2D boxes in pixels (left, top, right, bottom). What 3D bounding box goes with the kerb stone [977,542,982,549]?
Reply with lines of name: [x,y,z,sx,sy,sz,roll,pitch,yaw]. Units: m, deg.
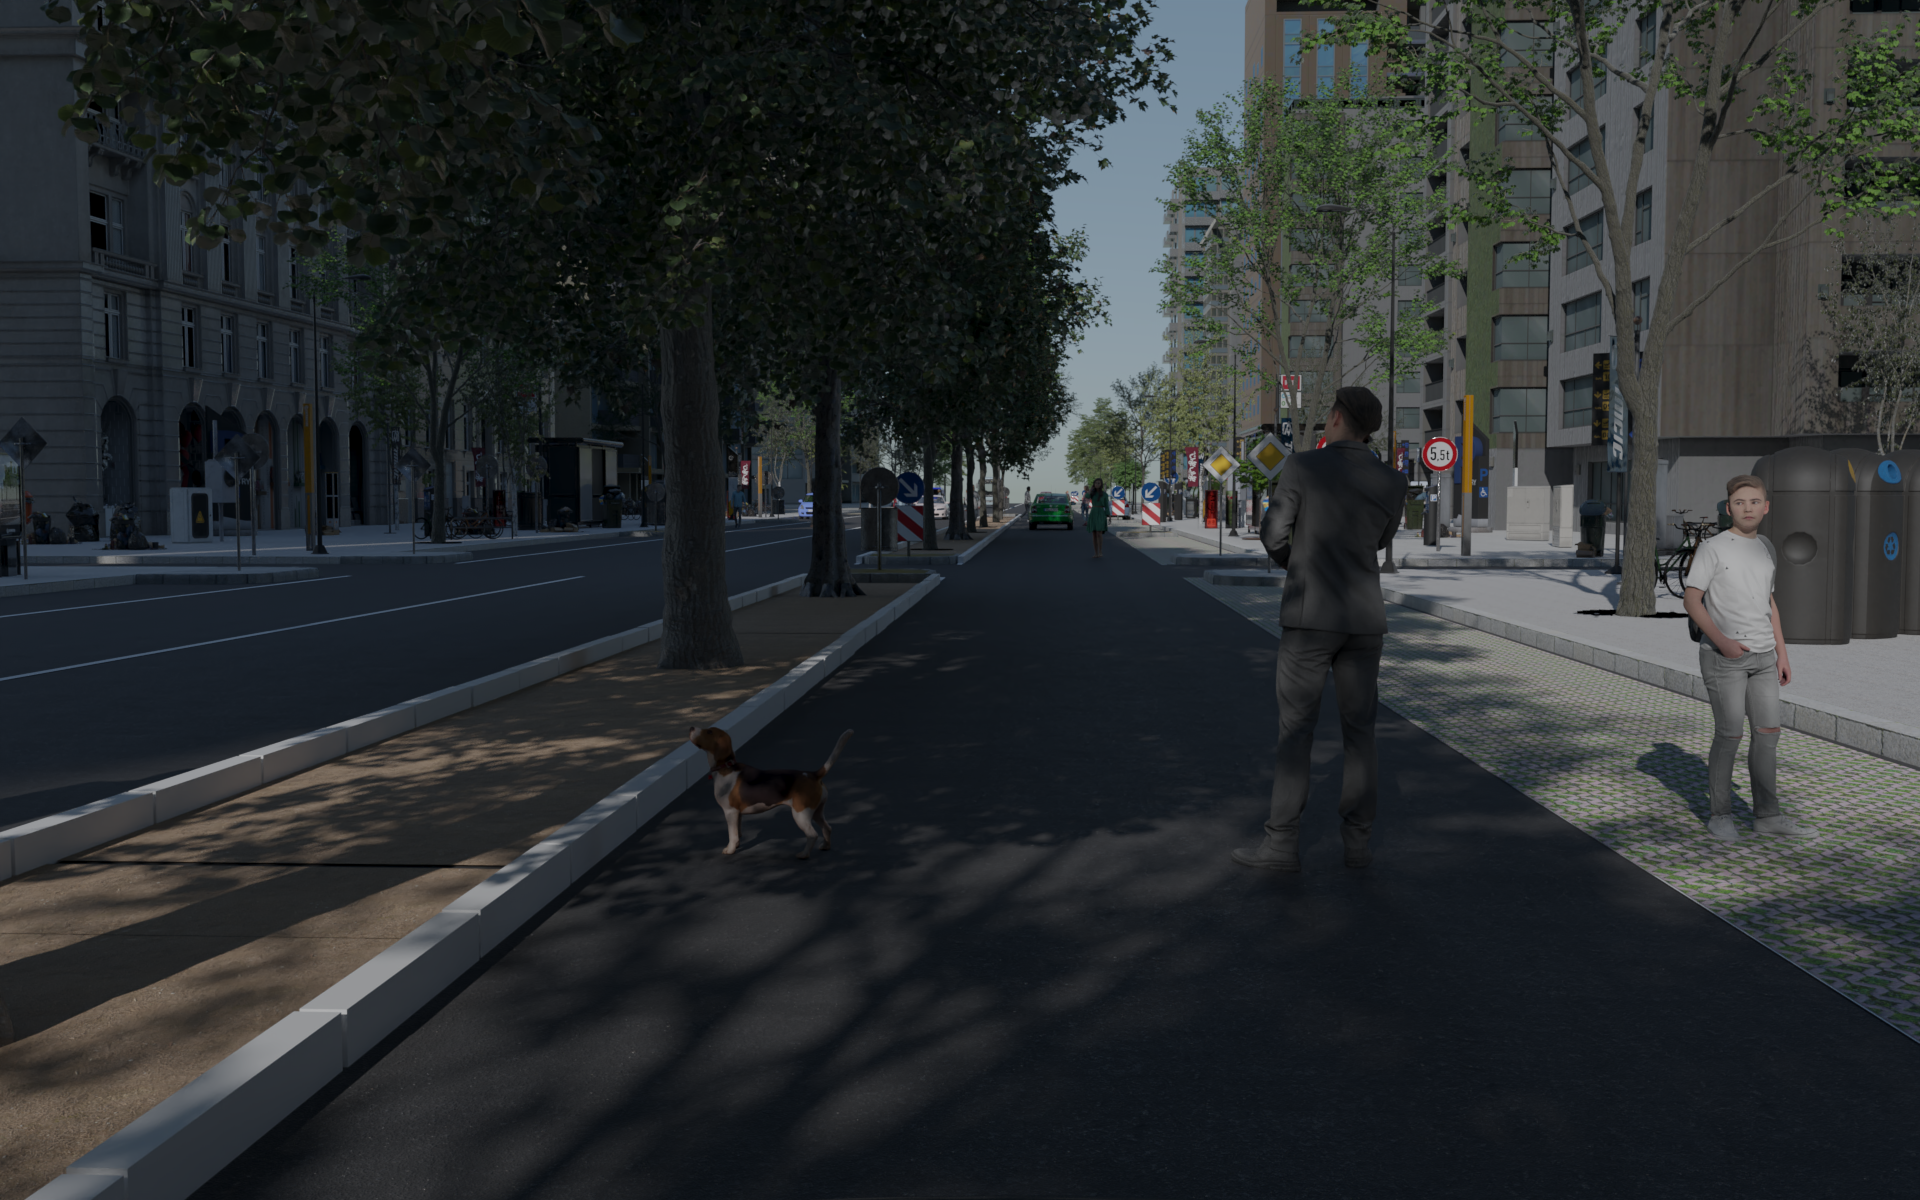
kerb stone: [0.419,-1.290,43.283,0.120,0.150,1.000,0,4,3]

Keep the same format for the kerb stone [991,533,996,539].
kerb stone: [0.944,-1.915,53.513,0.120,0.150,1.000,0,4,3]

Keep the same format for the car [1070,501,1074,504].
car: [5.285,-5.238,95.428,2.009,1.686,4.222,0,4,4]

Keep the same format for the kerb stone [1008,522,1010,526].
kerb stone: [1.943,-3.100,72.959,0.120,0.150,1.000,0,4,3]

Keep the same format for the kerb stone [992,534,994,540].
kerb stone: [0.890,-1.849,52.493,0.120,0.150,1.000,0,4,3]

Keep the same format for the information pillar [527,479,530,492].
information pillar: [-21.114,-4.939,85.236,0.304,2.012,0.304,-2,4,-35]

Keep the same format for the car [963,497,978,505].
car: [1.447,-13.165,225.037,2.009,1.686,4.222,0,4,4]

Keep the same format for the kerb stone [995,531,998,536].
kerb stone: [1.049,-2.037,55.556,0.120,0.150,1.000,0,4,3]

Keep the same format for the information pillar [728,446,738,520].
information pillar: [-11.161,-5.741,85.212,0.504,3.616,0.183,0,4,5]

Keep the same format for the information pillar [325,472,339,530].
information pillar: [-21.166,-3.296,58.385,0.304,2.012,0.304,1,4,12]

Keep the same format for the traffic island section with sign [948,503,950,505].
traffic island section with sign: [-0.922,-14.513,245.911,1.989,1.847,2.006,0,4,3]

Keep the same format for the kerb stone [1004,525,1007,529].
kerb stone: [1.632,-2.730,66.831,0.120,0.150,1.000,0,4,3]

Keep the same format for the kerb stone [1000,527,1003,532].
kerb stone: [1.363,-2.417,61.713,0.120,0.150,1.000,0,4,3]

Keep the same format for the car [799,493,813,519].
car: [-8.211,-5.480,99.187,1.945,1.707,3.694,0,4,3]

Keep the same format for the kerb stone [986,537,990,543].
kerb stone: [0.682,-1.599,48.409,0.120,0.150,1.000,0,4,3]

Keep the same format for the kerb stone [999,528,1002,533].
kerb stone: [1.315,-2.354,60.680,0.120,0.150,1.000,0,4,3]

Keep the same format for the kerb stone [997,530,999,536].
kerb stone: [1.152,-2.158,57.602,0.120,0.150,1.000,0,4,3]

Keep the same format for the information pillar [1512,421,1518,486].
information pillar: [17.694,-3.906,55.217,0.183,3.616,0.504,1,4,9]

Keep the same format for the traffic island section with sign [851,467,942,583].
traffic island section with sign: [-1.401,-1.256,28.673,2.006,1.907,1.989,0,4,3]

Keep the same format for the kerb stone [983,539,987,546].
kerb stone: [0.568,-1.478,46.358,0.120,0.150,1.000,0,4,3]

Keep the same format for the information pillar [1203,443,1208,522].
information pillar: [11.134,-5.330,78.503,0.183,3.616,0.504,-1,4,-9]

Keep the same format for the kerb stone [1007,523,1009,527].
kerb stone: [1.836,-2.980,70.918,0.120,0.150,1.000,0,4,3]

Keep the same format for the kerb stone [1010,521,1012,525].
kerb stone: [2.099,-3.292,76.027,0.120,0.150,1.000,0,4,3]

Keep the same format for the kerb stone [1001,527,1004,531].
kerb stone: [1.420,-2.473,62.734,0.120,0.150,1.000,0,4,3]

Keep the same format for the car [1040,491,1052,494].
car: [11.569,-13.717,232.939,2.281,1.827,5.304,0,4,4]

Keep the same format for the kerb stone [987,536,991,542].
kerb stone: [0.733,-1.666,49.429,0.120,0.150,1.000,0,4,3]

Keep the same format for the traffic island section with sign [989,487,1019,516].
traffic island section with sign: [2.845,-6.298,111.110,2.006,1.907,1.989,0,4,3]

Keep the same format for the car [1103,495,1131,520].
car: [8.286,-5.007,93.875,2.014,1.417,4.499,0,4,1]

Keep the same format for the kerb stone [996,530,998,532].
kerb stone: [1.096,-2.103,56.577,0.120,0.150,1.000,0,4,3]

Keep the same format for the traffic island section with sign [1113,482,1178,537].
traffic island section with sign: [6.254,-3.028,58.130,1.989,1.847,2.006,0,4,3]

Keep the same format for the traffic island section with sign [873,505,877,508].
traffic island section with sign: [-6.550,-7.826,136.578,1.989,1.847,2.006,0,4,3]

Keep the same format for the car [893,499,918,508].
car: [-3.774,-7.042,124.173,2.155,1.783,4.494,0,4,2]

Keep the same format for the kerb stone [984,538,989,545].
kerb stone: [0.635,-1.536,47.378,0.120,0.150,1.000,0,4,3]

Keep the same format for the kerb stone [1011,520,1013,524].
kerb stone: [2.201,-3.418,78.072,0.120,0.150,1.000,0,4,3]

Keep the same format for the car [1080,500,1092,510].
car: [10.847,-7.962,142.759,1.945,1.354,3.894,0,4,3]

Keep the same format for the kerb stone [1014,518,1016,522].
kerb stone: [2.518,-3.793,84.204,0.120,0.150,1.000,0,4,3]

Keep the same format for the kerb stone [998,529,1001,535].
kerb stone: [1.214,-2.225,58.635,0.120,0.150,1.000,0,4,3]

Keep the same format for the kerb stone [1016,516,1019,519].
kerb stone: [2.891,-4.231,91.369,0.120,0.150,1.000,0,4,3]

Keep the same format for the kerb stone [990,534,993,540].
kerb stone: [0.836,-1.791,51.472,0.120,0.150,1.000,0,4,3]

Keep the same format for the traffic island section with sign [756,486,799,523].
traffic island section with sign: [-9.113,-4.778,86.756,1.989,1.847,2.006,0,4,3]

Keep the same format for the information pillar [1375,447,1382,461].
information pillar: [20.638,-5.761,85.547,0.183,3.616,0.504,-1,4,-17]

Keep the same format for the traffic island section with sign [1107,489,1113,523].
traffic island section with sign: [7.647,-4.683,85.194,1.989,1.847,2.006,0,4,3]

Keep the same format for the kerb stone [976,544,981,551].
kerb stone: [0.365,-1.223,42.259,0.120,0.150,1.000,0,4,3]

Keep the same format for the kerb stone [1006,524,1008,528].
kerb stone: [1.728,-2.855,68.877,0.120,0.150,1.000,0,4,3]

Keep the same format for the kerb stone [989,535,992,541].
kerb stone: [0.778,-1.728,50.451,0.120,0.150,1.000,0,4,3]

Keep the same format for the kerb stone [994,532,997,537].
kerb stone: [0.997,-1.978,54.535,0.120,0.150,1.000,0,4,3]

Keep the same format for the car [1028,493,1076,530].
car: [3.732,-3.771,70.451,1.959,1.807,4.718,0,4,4]

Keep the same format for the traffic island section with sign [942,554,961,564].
traffic island section with sign: [-1.010,-1.708,36.070,2.006,1.907,1.989,0,4,3]

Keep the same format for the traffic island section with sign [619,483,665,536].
traffic island section with sign: [-10.521,-3.113,59.522,1.989,1.847,2.006,0,4,3]

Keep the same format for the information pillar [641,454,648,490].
information pillar: [-18.587,-6.778,102.177,0.504,3.616,0.183,1,4,21]

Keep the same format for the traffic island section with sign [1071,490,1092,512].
traffic island section with sign: [11.658,-9.438,162.938,1.989,1.847,2.006,0,4,3]

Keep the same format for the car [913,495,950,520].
car: [-1.609,-5.238,98.000,2.083,1.381,4.827,0,4,2]

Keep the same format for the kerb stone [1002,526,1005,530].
kerb stone: [1.475,-2.540,63.770,0.120,0.150,1.000,0,4,3]

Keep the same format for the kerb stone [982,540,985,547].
kerb stone: [0.521,-1.415,45.330,0.120,0.150,1.000,0,4,3]

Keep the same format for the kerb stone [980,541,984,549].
kerb stone: [0.469,-1.352,44.303,0.120,0.150,1.000,0,4,3]

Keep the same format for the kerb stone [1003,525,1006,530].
kerb stone: [1.576,-2.665,65.811,0.120,0.150,1.000,0,4,3]
